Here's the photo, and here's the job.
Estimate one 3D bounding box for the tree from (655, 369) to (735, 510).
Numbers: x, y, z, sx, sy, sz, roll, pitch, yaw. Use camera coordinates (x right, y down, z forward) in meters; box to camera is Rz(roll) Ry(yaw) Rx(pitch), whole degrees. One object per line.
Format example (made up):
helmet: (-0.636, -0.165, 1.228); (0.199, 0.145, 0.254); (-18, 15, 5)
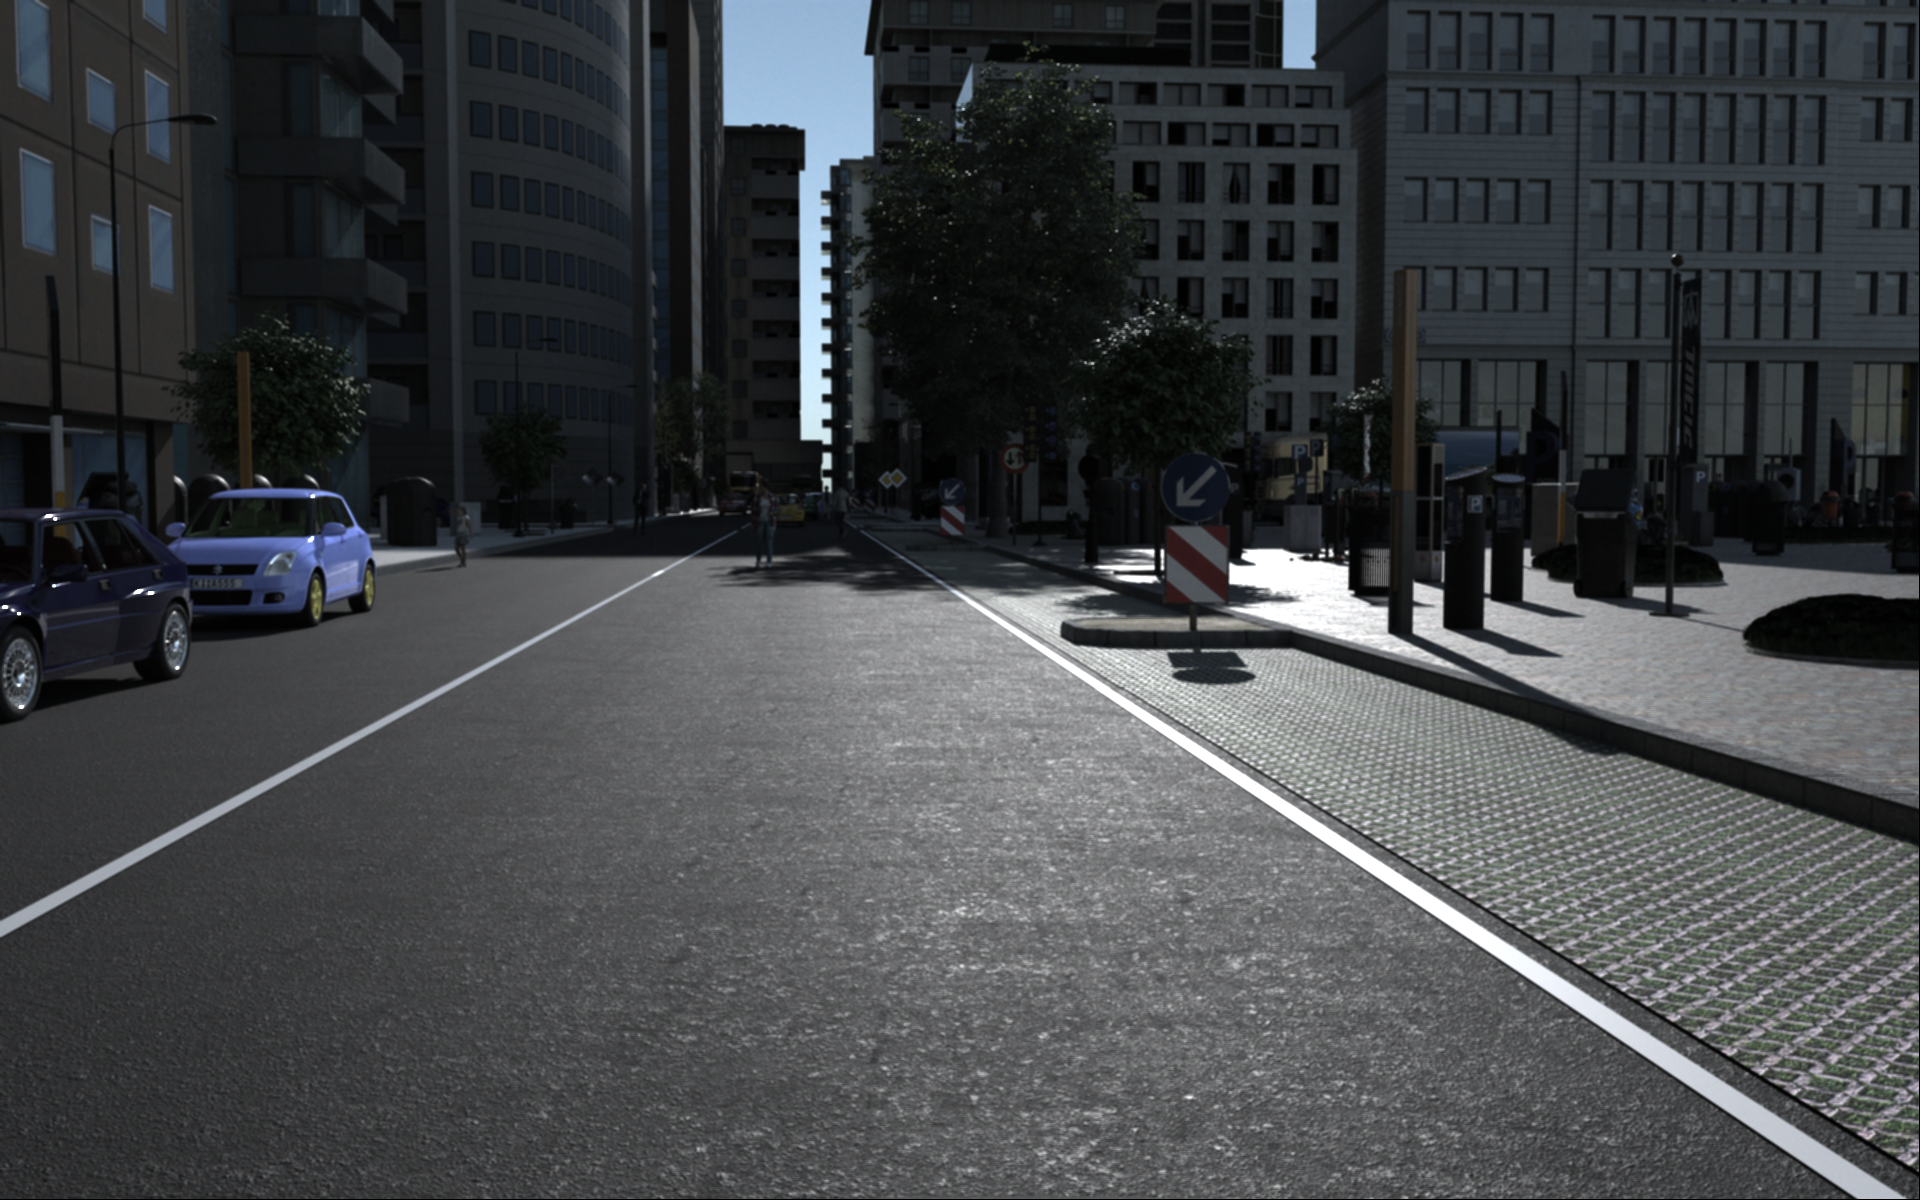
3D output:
tree: (-22.273, -13.327, 143.651); (9.928, 11.665, 9.643); (0, 3, 0)

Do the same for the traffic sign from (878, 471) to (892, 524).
traffic sign: (-3.122, -4.323, 74.319); (0.795, 2.450, 0.064); (0, 4, -5)

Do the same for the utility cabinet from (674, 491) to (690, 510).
utility cabinet: (-21.493, -7.655, 133.832); (1.173, 1.500, 0.318); (-2, 4, -29)

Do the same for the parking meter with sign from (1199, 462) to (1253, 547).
parking meter with sign: (6.277, -2.756, 41.316); (1.738, 3.016, 0.543); (-3, 5, -42)

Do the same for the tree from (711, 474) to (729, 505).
tree: (-23.576, -10.716, 169.806); (1.663, 3.219, 1.824); (0, 3, 0)

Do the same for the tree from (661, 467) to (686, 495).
tree: (-20.038, -7.746, 121.252); (1.663, 3.219, 1.824); (0, 3, 0)

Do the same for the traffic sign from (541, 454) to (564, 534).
traffic sign: (-13.105, -3.395, 55.611); (0.768, 2.556, 0.104); (0, 4, -3)

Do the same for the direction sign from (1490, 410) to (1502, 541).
direction sign: (14.618, -3.368, 47.057); (0.379, 3.537, 0.876); (1, 4, 11)

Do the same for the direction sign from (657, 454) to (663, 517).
direction sign: (-16.981, -6.481, 97.965); (0.379, 3.537, 0.876); (0, 4, -1)

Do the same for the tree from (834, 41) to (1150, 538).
tree: (1.094, -8.807, 50.654); (9.857, 13.997, 8.962); (0, 3, 0)

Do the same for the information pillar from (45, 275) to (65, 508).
information pillar: (-9.612, -1.656, 18.432); (0.183, 3.616, 0.504); (-2, 4, -32)

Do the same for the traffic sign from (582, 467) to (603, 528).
traffic sign: (-13.861, -3.775, 65.366); (0.795, 2.450, 0.064); (0, 4, -5)

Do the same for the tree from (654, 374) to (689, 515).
tree: (-18.760, -9.567, 106.777); (4.360, 8.622, 3.978); (0, 3, 0)

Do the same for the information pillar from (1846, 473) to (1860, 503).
information pillar: (30.935, -3.397, 60.038); (0.304, 2.012, 0.304); (-3, 4, -37)

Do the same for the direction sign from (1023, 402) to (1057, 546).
direction sign: (1.972, -3.102, 42.719); (0.876, 3.537, 0.379); (-1, 4, -20)

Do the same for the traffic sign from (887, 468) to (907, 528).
traffic sign: (-2.411, -3.836, 66.366); (0.795, 2.450, 0.064); (0, 4, -5)

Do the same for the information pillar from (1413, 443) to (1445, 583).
information pillar: (6.836, -1.270, 25.252); (0.304, 2.012, 0.304); (-3, 5, -41)

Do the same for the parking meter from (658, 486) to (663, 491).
parking meter: (-21.658, -7.323, 125.435); (0.399, 1.863, 0.255); (1, 4, 9)

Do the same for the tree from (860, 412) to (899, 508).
tree: (-7.130, -12.551, 155.579); (4.360, 8.622, 3.978); (0, 3, 0)

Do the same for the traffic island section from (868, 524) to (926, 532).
traffic island section: (-2.388, -2.701, 66.445); (2.009, 0.180, 2.903); (0, 4, -5)

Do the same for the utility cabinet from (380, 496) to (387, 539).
utility cabinet: (-15.962, -2.333, 49.299); (1.020, 1.237, 0.306); (-1, 4, -13)

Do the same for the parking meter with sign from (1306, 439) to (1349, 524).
parking meter with sign: (12.039, -3.622, 55.488); (1.738, 3.016, 0.543); (-2, 4, -31)

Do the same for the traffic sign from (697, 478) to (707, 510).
traffic sign: (-20.334, -8.353, 136.682); (0.768, 2.556, 0.104); (0, 4, -4)

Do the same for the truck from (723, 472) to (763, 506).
truck: (-19.270, -9.765, 155.583); (3.469, 3.379, 9.791); (0, 4, -4)

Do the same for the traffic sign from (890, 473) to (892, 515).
traffic sign: (-4.214, -6.450, 105.559); (0.768, 2.556, 0.104); (0, 4, -5)

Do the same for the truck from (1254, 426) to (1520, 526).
truck: (17.393, -5.099, 72.289); (11.283, 4.237, 2.839); (0, 4, -4)

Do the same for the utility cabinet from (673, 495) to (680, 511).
utility cabinet: (-19.549, -6.520, 117.767); (1.020, 1.237, 0.306); (-3, 5, -44)

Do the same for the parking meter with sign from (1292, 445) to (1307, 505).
parking meter with sign: (11.807, -3.909, 60.176); (0.543, 3.016, 1.738); (1, 4, 10)

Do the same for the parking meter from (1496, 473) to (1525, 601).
parking meter: (6.586, -0.759, 20.826); (0.372, 1.533, 0.369); (0, 3, 0)

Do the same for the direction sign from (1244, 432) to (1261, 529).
direction sign: (10.623, -4.344, 63.021); (0.876, 3.537, 0.379); (-3, 5, -40)

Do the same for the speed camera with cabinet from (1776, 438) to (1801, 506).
speed camera with cabinet: (28.707, -4.111, 61.554); (2.038, 3.252, 0.660); (3, 5, 41)

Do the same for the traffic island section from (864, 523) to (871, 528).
traffic island section: (-3.099, -3.188, 74.399); (2.009, 0.180, 2.903); (0, 4, -5)

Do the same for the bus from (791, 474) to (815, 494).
bus: (-19.137, -13.386, 210.404); (2.896, 3.916, 12.252); (0, 4, -4)

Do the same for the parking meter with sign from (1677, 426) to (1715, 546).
parking meter with sign: (18.376, -2.881, 43.357); (0.543, 3.016, 1.738); (0, 4, 0)

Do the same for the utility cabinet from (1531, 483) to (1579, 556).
utility cabinet: (11.949, -1.585, 34.598); (0.318, 1.500, 1.173); (-2, 4, -26)

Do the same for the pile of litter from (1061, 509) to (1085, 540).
pile of litter: (3.474, -2.173, 49.499); (1.176, 0.858, 1.719); (0, 4, 3)

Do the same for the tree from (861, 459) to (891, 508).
tree: (-7.859, -10.966, 163.002); (4.285, 4.588, 4.351); (0, 3, 0)

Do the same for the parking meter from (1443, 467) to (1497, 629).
parking meter: (4.819, -0.497, 16.537); (0.372, 1.533, 0.369); (0, 3, 0)

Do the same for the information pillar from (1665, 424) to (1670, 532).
information pillar: (23.879, -4.084, 58.132); (0.183, 3.616, 0.504); (0, 4, 2)

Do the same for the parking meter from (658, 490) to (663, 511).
parking meter: (-19.857, -6.508, 114.817); (0.372, 1.533, 0.369); (0, 3, 0)

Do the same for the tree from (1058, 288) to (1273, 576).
tree: (3.272, -2.695, 27.777); (4.285, 4.588, 4.351); (0, 3, 0)

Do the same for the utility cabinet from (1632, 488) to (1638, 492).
utility cabinet: (24.869, -3.459, 65.230); (1.173, 1.500, 0.318); (3, 5, 44)

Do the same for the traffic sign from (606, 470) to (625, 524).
traffic sign: (-14.573, -4.262, 73.319); (0.795, 2.450, 0.064); (0, 4, -5)

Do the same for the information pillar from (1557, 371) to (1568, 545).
information pillar: (11.382, -2.530, 32.720); (0.183, 3.616, 0.504); (1, 4, 14)

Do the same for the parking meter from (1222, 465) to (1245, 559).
parking meter: (5.438, -1.759, 34.478); (0.399, 1.863, 0.255); (0, 4, -6)

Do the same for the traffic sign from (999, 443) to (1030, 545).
traffic sign: (1.361, -2.636, 43.208); (0.768, 2.556, 0.104); (0, 4, -3)

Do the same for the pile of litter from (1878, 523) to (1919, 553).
pile of litter: (21.158, -1.501, 38.506); (1.719, 0.858, 1.176); (-1, 4, -9)

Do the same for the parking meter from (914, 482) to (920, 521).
parking meter: (-2.055, -4.721, 82.901); (0.255, 1.863, 0.399); (1, 4, 9)

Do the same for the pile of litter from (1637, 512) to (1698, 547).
pile of litter: (16.894, -1.685, 41.520); (1.719, 0.858, 1.176); (0, 4, -2)
